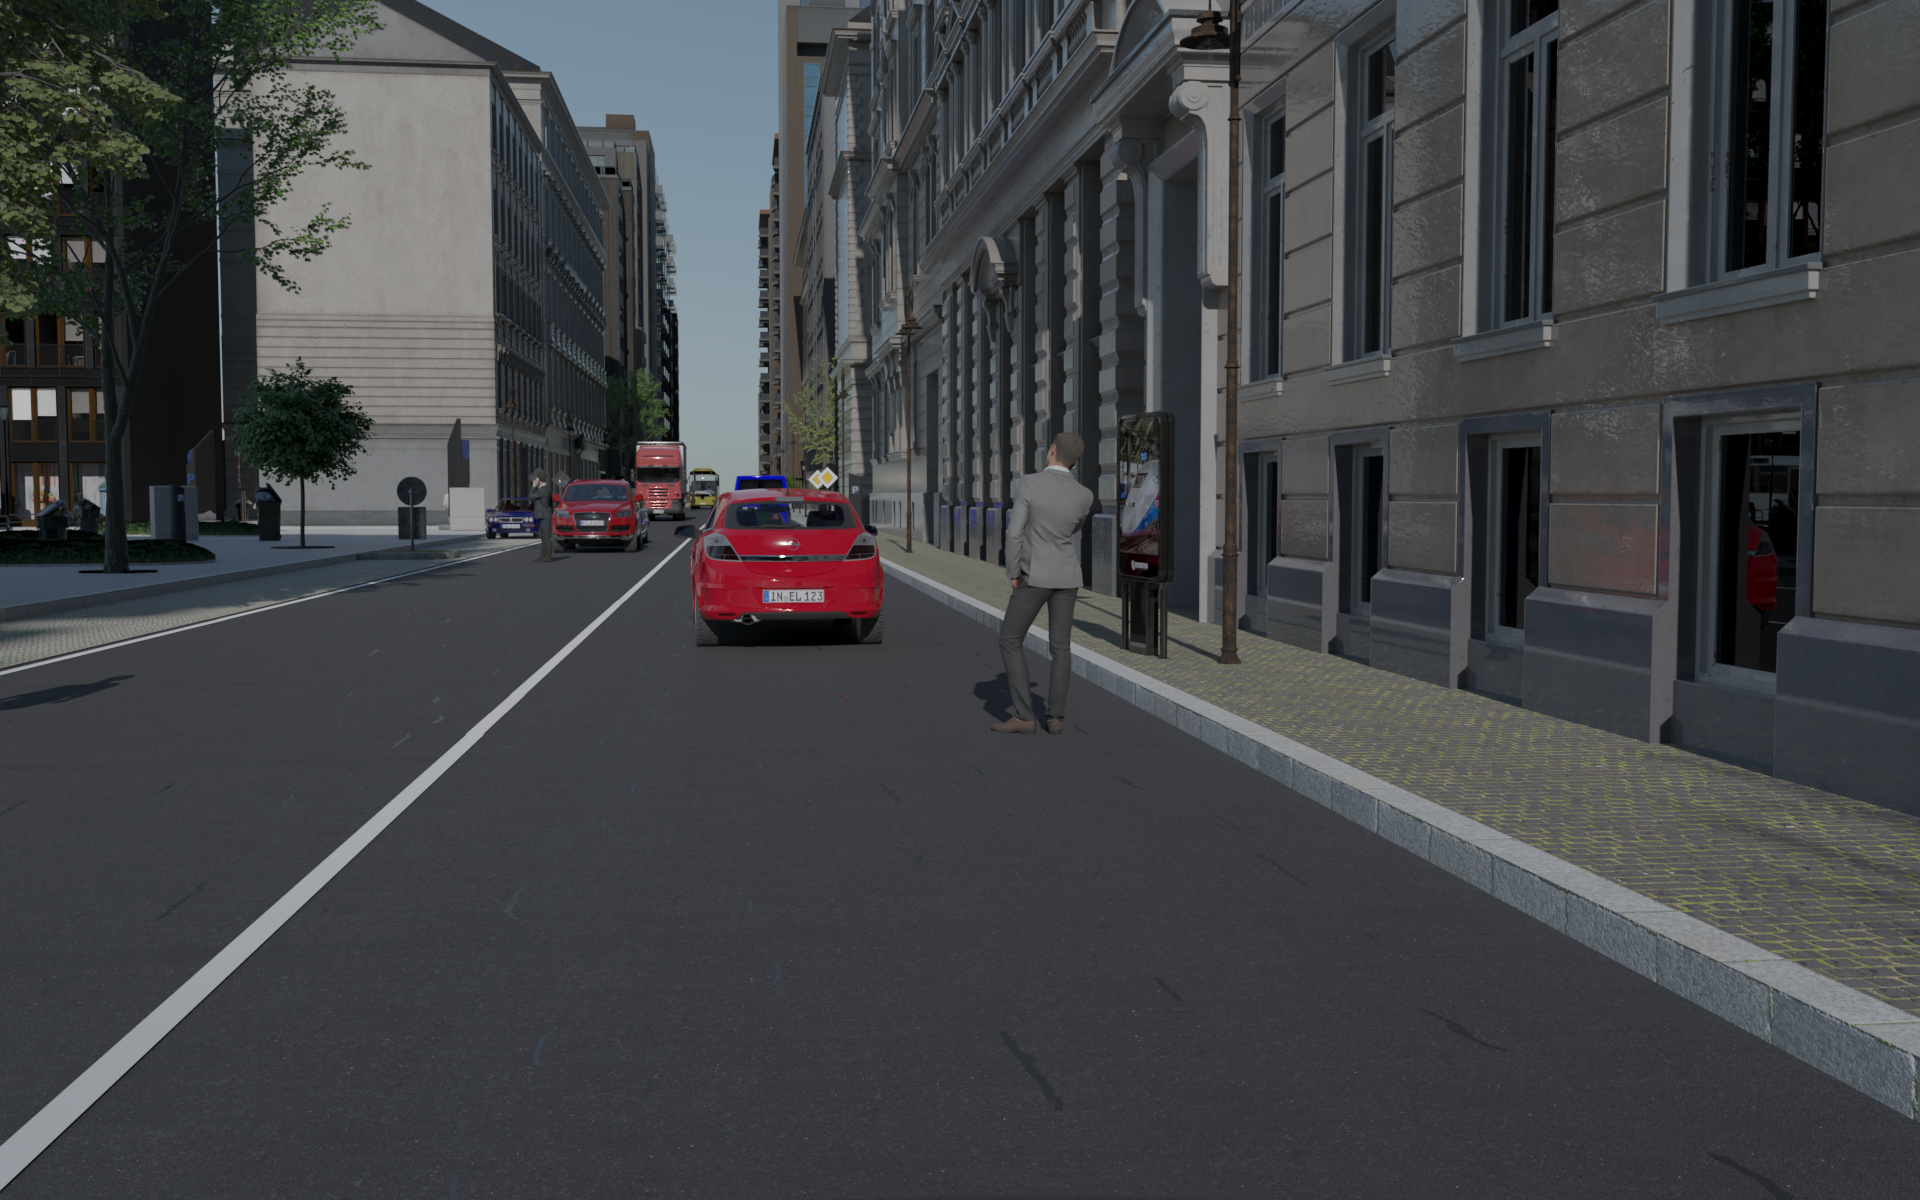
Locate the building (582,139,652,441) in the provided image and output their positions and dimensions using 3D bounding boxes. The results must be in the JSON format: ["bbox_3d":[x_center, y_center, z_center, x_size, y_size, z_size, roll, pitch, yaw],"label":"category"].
[{"bbox_3d":[-42.116,-31.214,193.936,14.154,41.232,14.086,0,4,-7],"label":"building"}]

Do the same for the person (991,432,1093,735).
[{"bbox_3d":[0.493,-0.105,10.401,0.592,1.802,0.473,-1,4,-10],"label":"person"}]

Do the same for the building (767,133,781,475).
[{"bbox_3d":[-11.467,-33.895,208.809,22.147,44.769,28.867,0,4,-7],"label":"building"}]

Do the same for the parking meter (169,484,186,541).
[{"bbox_3d":[-20.409,-2.250,45.193,0.372,1.533,0.369,0,3,0],"label":"parking meter"}]

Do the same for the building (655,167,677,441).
[{"bbox_3d":[-52.184,-38.023,241.285,23.786,49.044,30.456,0,4,-7],"label":"building"}]

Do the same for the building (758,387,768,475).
[{"bbox_3d":[-19.992,-27.357,292.327,27.650,21.520,28.899,0,4,-7],"label":"building"}]

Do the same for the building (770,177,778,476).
[{"bbox_3d":[-19.053,-36.015,238.948,14.600,45.320,14.200,0,4,-7],"label":"building"}]

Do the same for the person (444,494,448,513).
[{"bbox_3d":[-19.444,-3.507,66.516,0.731,1.740,0.598,-1,4,-18],"label":"person"}]

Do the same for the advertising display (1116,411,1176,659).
[{"bbox_3d":[1.477,-0.528,13.852,0.123,1.923,0.974,-1,4,-15],"label":"advertising display"}]

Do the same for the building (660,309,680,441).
[{"bbox_3d":[-50.282,-30.169,264.956,14.160,30.474,14.107,0,4,-7],"label":"building"}]

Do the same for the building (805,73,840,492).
[{"bbox_3d":[-1.842,-19.109,105.941,14.314,27.812,24.014,0,4,-7],"label":"building"}]

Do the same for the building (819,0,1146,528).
[{"bbox_3d":[4.013,-15.183,77.122,19.941,23.489,11.050,0,4,-7],"label":"building"}]

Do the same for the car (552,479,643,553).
[{"bbox_3d":[-9.158,-2.157,43.936,2.281,1.827,5.304,0,4,-8],"label":"car"}]

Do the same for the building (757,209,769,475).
[{"bbox_3d":[-19.271,-37.126,261.637,22.147,44.769,28.867,0,4,-7],"label":"building"}]

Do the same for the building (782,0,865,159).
[{"bbox_3d":[-9.003,-31.074,158.173,14.600,45.320,14.200,0,4,-7],"label":"building"}]

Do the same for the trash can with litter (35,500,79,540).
[{"bbox_3d":[-18.182,-1.400,34.275,0.624,1.170,1.055,3,5,40],"label":"trash can with litter"}]

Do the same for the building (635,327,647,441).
[{"bbox_3d":[-45.919,-20.014,172.273,27.650,21.520,28.899,0,4,-7],"label":"building"}]

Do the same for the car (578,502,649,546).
[{"bbox_3d":[-9.897,-2.298,49.569,2.014,1.417,4.499,0,4,-6],"label":"car"}]

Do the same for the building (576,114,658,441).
[{"bbox_3d":[-43.759,-34.122,208.013,14.600,45.320,14.200,0,4,-7],"label":"building"}]

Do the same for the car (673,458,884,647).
[{"bbox_3d":[-1.861,-0.539,17.848,2.155,1.783,4.494,-1,4,-9],"label":"car"}]

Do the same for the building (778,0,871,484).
[{"bbox_3d":[-8.152,-38.974,179.216,21.231,58.520,28.212,0,4,-7],"label":"building"}]

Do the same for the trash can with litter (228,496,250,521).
[{"bbox_3d":[-33.559,-4.237,80.670,0.624,1.170,1.055,1,4,21],"label":"trash can with litter"}]

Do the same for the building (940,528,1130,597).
[{"bbox_3d":[5.466,-12.337,30.588,11.050,23.489,19.941,0,4,-7],"label":"building"}]

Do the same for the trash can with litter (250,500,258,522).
[{"bbox_3d":[-23.802,-2.923,59.172,0.624,1.170,1.055,-1,4,-21],"label":"trash can with litter"}]

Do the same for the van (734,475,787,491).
[{"bbox_3d":[-6.781,-3.339,58.973,2.240,2.365,5.245,0,4,-7],"label":"van"}]

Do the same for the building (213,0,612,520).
[{"bbox_3d":[-31.745,-20.295,108.242,17.030,29.872,44.131,0,4,-7],"label":"building"}]

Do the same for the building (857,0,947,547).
[{"bbox_3d":[4.254,-16.220,52.595,14.401,28.519,23.554,0,4,-7],"label":"building"}]

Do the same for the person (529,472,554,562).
[{"bbox_3d":[-8.801,-1.744,36.378,0.474,1.900,0.648,0,4,-7],"label":"person"}]

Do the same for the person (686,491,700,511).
[{"bbox_3d":[-22.784,-8.481,147.880,1.217,1.735,0.721,-1,4,-21],"label":"person"}]

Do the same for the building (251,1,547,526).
[{"bbox_3d":[-24.521,-13.999,78.040,9.793,20.994,18.267,0,4,-7],"label":"building"}]

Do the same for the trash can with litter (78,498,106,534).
[{"bbox_3d":[-24.409,-2.296,48.934,0.624,1.170,1.055,2,4,32],"label":"trash can with litter"}]

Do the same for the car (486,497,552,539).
[{"bbox_3d":[-14.232,-2.658,56.043,1.945,1.354,3.894,0,4,-6],"label":"car"}]

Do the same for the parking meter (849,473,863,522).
[{"bbox_3d":[-2.905,-2.610,48.377,0.399,1.863,0.255,0,4,-1],"label":"parking meter"}]

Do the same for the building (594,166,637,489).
[{"bbox_3d":[-35.858,-23.231,151.527,14.160,30.474,14.107,0,4,-7],"label":"building"}]

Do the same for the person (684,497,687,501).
[{"bbox_3d":[-35.142,-12.993,221.618,0.721,1.739,1.217,0,4,5],"label":"person"}]

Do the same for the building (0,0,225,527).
[{"bbox_3d":[-41.034,-14.834,72.217,15.834,23.373,12.332,0,4,-7],"label":"building"}]

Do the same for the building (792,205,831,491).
[{"bbox_3d":[-4.276,-18.330,132.984,16.112,22.955,30.059,0,4,-7],"label":"building"}]
